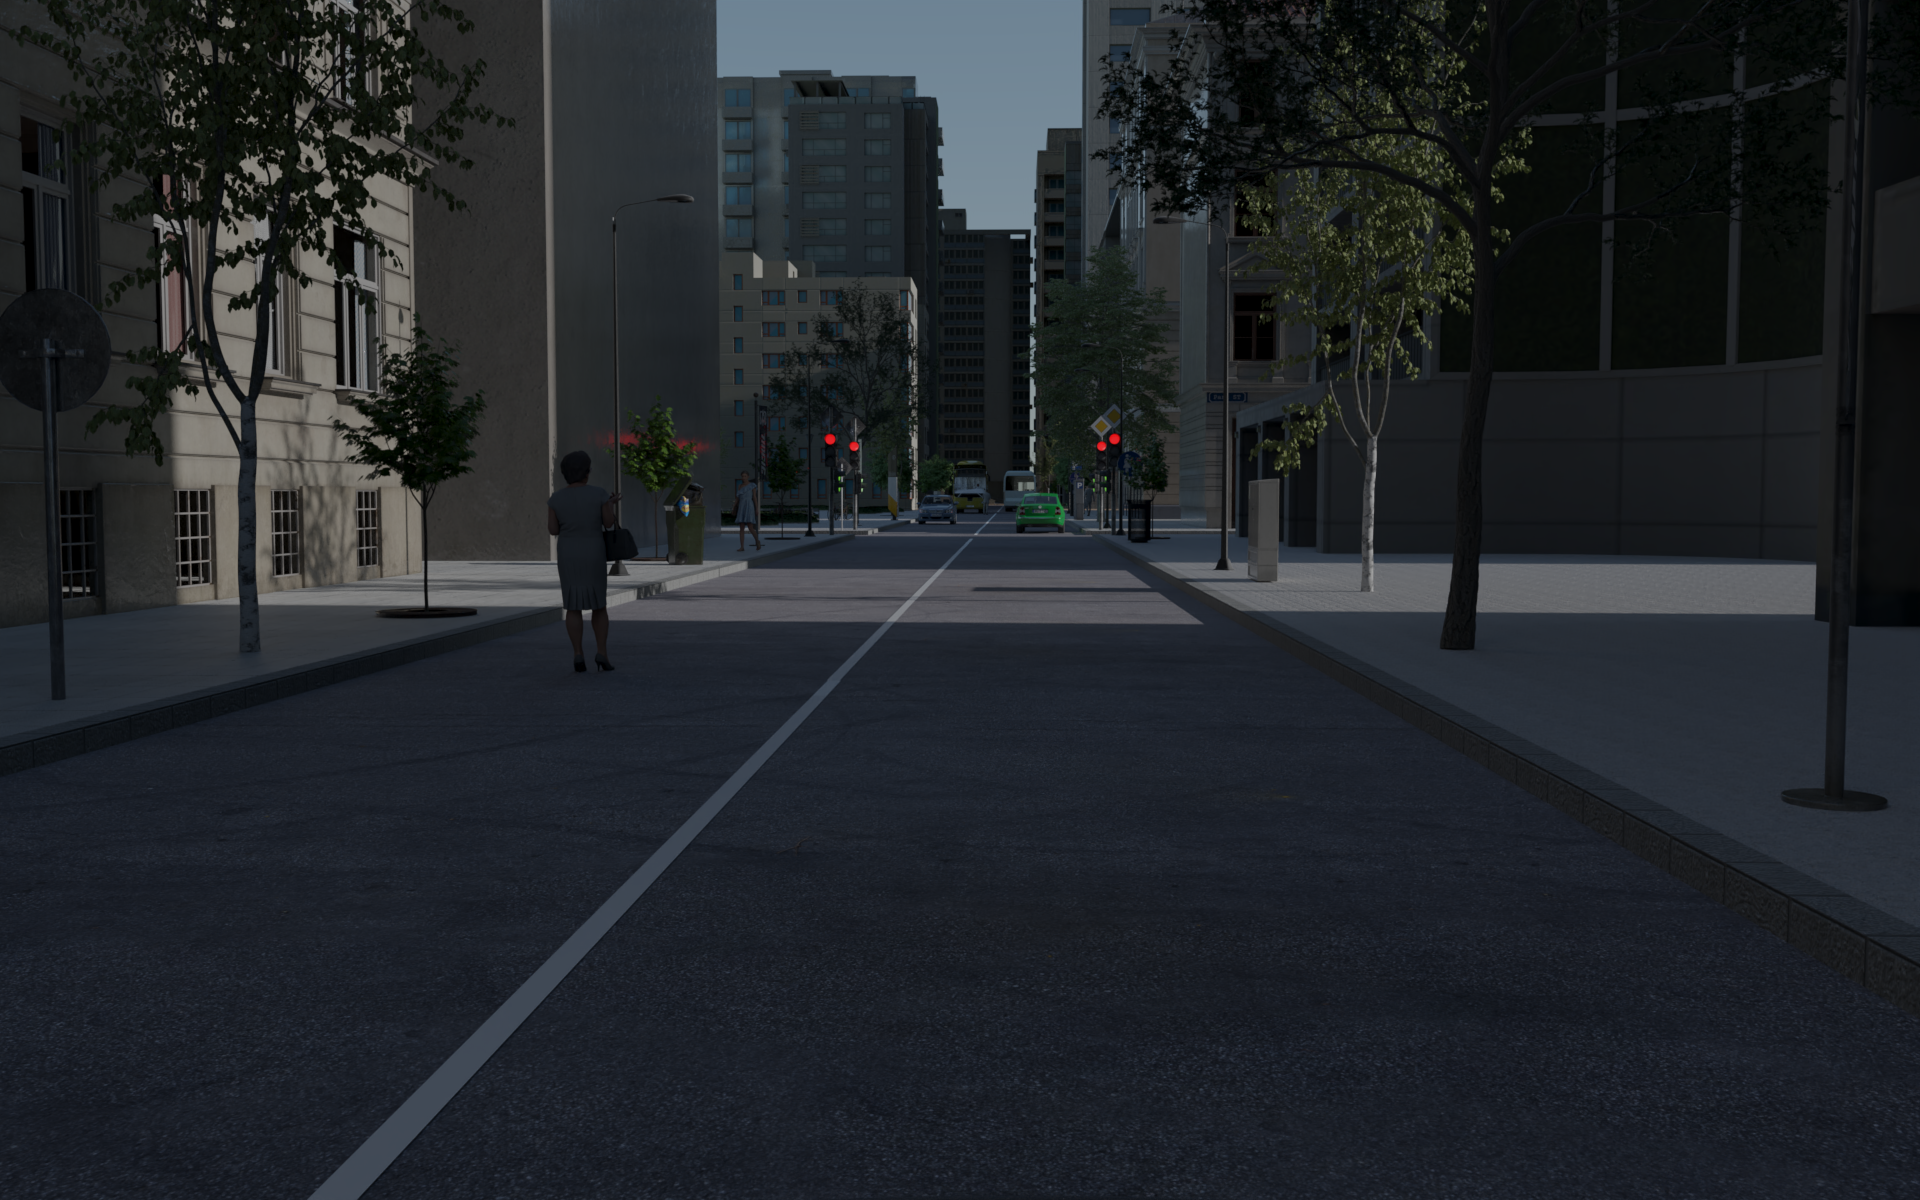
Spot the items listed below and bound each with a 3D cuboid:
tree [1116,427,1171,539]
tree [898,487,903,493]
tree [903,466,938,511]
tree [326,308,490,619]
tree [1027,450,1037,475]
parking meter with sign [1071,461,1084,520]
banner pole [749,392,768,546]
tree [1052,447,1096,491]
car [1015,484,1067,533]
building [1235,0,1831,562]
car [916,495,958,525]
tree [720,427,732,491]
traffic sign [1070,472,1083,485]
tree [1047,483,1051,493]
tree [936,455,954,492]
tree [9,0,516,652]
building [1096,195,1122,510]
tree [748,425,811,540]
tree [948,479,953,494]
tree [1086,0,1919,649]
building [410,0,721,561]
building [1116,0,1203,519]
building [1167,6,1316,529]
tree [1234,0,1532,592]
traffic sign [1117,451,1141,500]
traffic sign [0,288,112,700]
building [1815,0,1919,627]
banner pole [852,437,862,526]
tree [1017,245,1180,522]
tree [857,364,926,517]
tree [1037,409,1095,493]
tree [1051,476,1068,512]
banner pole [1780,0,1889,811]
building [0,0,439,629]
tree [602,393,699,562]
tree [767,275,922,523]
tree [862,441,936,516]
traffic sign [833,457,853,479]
[{"bbox_3d":[5.584,-3.364,49.602,1.663,3.219,1.824,0,3,0],"label":"tree"},{"bbox_3d":[-3.988,-8.333,130.845,1.663,3.219,1.824,0,3,0],"label":"tree"},{"bbox_3d":[-2.567,-7.724,120.891,1.663,3.219,1.824,0,3,0],"label":"tree"},{"bbox_3d":[-5.776,-1.444,18.204,1.663,3.219,1.824,0,3,0],"label":"tree"},{"bbox_3d":[10.726,-16.146,214.350,4.737,8.622,4.395,0,3,0],"label":"tree"},{"bbox_3d":[5.871,-5.487,85.971,0.543,3.016,1.738,0,4,-4],"label":"parking meter with sign"},{"bbox_3d":[-4.941,-3.236,42.923,0.401,3.779,0.863,1,4,20],"label":"banner pole"},{"bbox_3d":[7.821,-8.160,117.124,4.285,4.588,4.351,0,3,0],"label":"tree"},{"bbox_3d":[3.022,-3.414,64.615,1.959,1.807,4.718,0,4,4],"label":"car"},{"bbox_3d":[18.149,-36.762,39.313,20.563,71.187,20.611,0,4,2],"label":"building"},{"bbox_3d":[-1.069,-4.346,83.053,2.014,1.417,4.499,0,4,1],"label":"car"},{"bbox_3d":[-19.847,-11.320,135.449,4.737,8.622,4.395,0,3,0],"label":"tree"},{"bbox_3d":[6.665,-6.064,99.246,0.768,2.556,0.104,1,4,9],"label":"traffic sign"},{"bbox_3d":[8.839,-10.098,159.705,1.663,3.219,1.824,0,3,0],"label":"tree"},{"bbox_3d":[-1.869,-9.539,139.682,4.285,4.588,4.351,0,3,0],"label":"tree"},{"bbox_3d":[-5.771,-3.897,14.081,4.737,8.622,4.395,0,3,0],"label":"tree"},{"bbox_3d":[17.418,-18.504,121.610,14.314,24.678,30.058,0,4,2],"label":"building"},{"bbox_3d":[-4.956,-3.309,48.696,1.663,3.219,1.824,0,3,0],"label":"tree"},{"bbox_3d":[-0.735,-11.394,180.900,1.663,3.219,1.824,0,3,0],"label":"tree"},{"bbox_3d":[4.454,-4.864,13.937,7.601,10.594,8.767,1,4,13],"label":"tree"},{"bbox_3d":[-24.503,-14.550,42.405,34.151,26.468,19.350,0,4,2],"label":"building"},{"bbox_3d":[15.754,-18.996,96.486,13.634,28.700,20.117,0,4,2],"label":"building"},{"bbox_3d":[18.986,-14.173,67.893,21.152,22.565,11.583,0,4,2],"label":"building"},{"bbox_3d":[5.415,-4.429,22.775,4.737,8.622,4.395,0,3,0],"label":"tree"},{"bbox_3d":[5.041,-3.131,51.303,0.768,2.556,0.104,1,4,11],"label":"traffic sign"},{"bbox_3d":[-5.629,-0.650,10.738,0.768,2.556,0.104,0,4,4],"label":"traffic sign"},{"bbox_3d":[18.995,-23.340,5.305,21.300,48.544,21.600,0,4,2],"label":"building"},{"bbox_3d":[-4.070,-4.870,69.637,0.401,3.779,0.863,-1,4,-20],"label":"banner pole"},{"bbox_3d":[6.498,-9.834,78.909,7.486,12.596,7.792,0,3,0],"label":"tree"},{"bbox_3d":[-3.732,-8.977,97.137,4.737,8.622,4.395,0,3,0],"label":"tree"},{"bbox_3d":[9.323,-11.834,143.842,4.737,8.622,4.395,0,3,0],"label":"tree"},{"bbox_3d":[8.075,-8.074,126.611,1.663,3.219,1.824,0,3,0],"label":"tree"},{"bbox_3d":[3.527,-1.031,6.871,0.401,3.779,0.863,2,4,26],"label":"banner pole"},{"bbox_3d":[-16.471,-11.025,13.549,16.112,22.955,30.059,0,4,2],"label":"building"},{"bbox_3d":[-5.733,-2.367,33.296,1.663,3.219,1.824,0,3,0],"label":"tree"},{"bbox_3d":[-4.629,-8.592,74.900,8.767,10.594,7.601,1,4,10],"label":"tree"},{"bbox_3d":[-4.120,-7.258,102.375,4.285,4.588,4.351,0,3,0],"label":"tree"},{"bbox_3d":[-4.183,-3.754,61.105,0.795,2.593,0.064,0,4,7],"label":"traffic sign"}]
